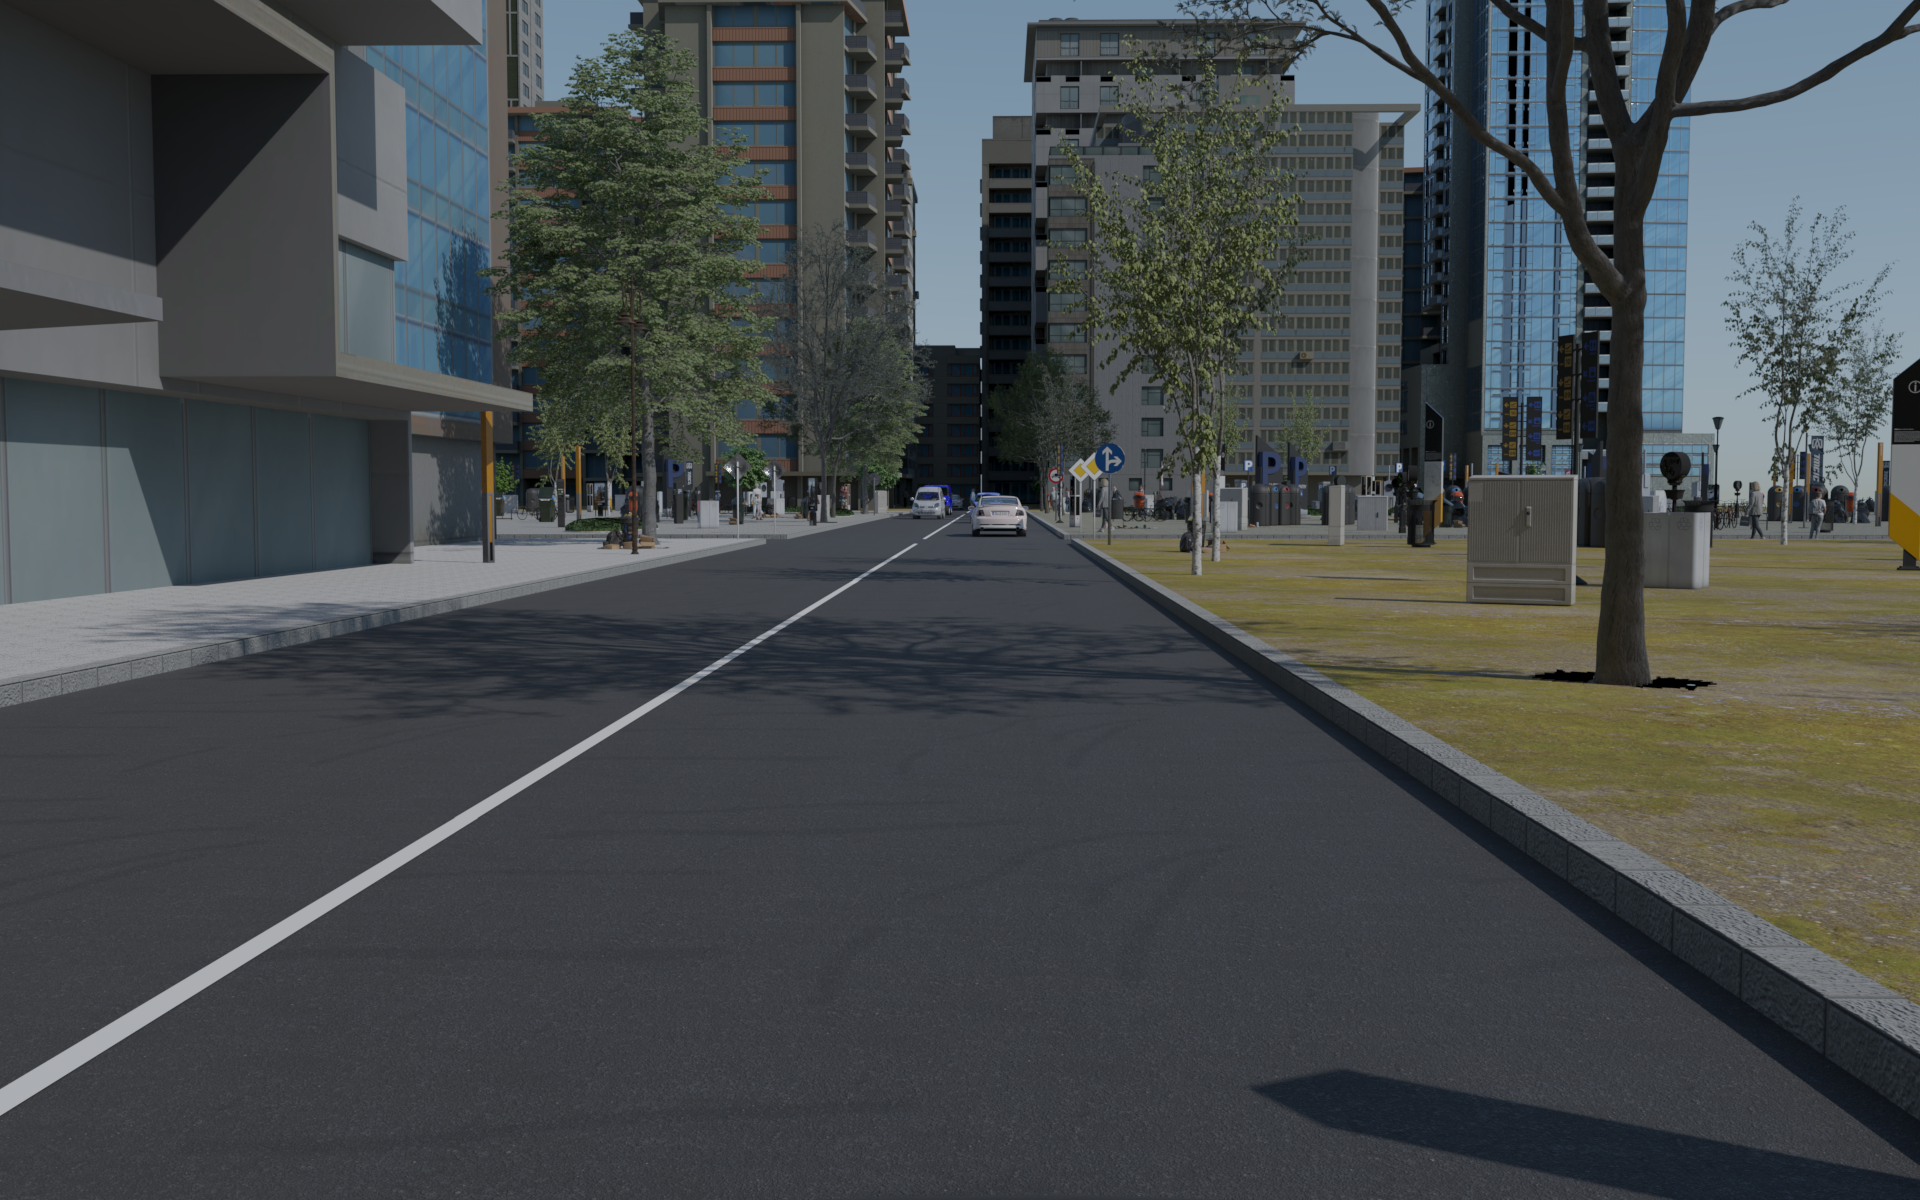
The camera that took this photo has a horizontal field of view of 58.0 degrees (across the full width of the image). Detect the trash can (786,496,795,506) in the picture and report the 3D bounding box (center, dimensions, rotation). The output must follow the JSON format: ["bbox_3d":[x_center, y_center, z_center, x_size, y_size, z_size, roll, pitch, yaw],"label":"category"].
[{"bbox_3d":[-12.551,-7.148,128.521,0.748,1.137,0.748,0,3,0],"label":"trash can"}]

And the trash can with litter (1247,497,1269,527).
[{"bbox_3d":[10.839,-3.442,67.326,1.678,1.210,2.233,-3,4,-37],"label":"trash can with litter"}]

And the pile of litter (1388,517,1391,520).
[{"bbox_3d":[21.369,-4.291,84.127,1.176,0.858,1.719,-1,4,-15],"label":"pile of litter"}]

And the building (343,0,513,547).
[{"bbox_3d":[-19.919,-23.915,41.127,14.200,45.320,14.600,0,4,1],"label":"building"}]

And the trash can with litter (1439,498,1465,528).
[{"bbox_3d":[18.715,-3.335,65.921,1.055,1.170,0.624,3,4,36],"label":"trash can with litter"}]

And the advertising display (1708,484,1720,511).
[{"bbox_3d":[50.271,-6.766,115.831,0.974,1.923,0.123,3,5,40],"label":"advertising display"}]

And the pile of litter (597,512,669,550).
[{"bbox_3d":[-7.639,-1.630,40.621,1.719,0.858,1.176,-1,4,-11],"label":"pile of litter"}]

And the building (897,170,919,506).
[{"bbox_3d":[-16.718,-30.478,190.198,23.993,40.220,32.217,0,4,1],"label":"building"}]

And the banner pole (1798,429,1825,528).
[{"bbox_3d":[32.008,-4.590,65.068,0.863,3.779,0.401,0,4,6],"label":"banner pole"}]

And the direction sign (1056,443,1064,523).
[{"bbox_3d":[4.429,-5.183,76.743,0.379,3.537,0.876,1,4,19],"label":"direction sign"}]

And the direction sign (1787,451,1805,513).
[{"bbox_3d":[44.545,-6.127,92.166,0.876,3.537,0.379,2,4,25],"label":"direction sign"}]

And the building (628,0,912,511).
[{"bbox_3d":[-15.510,-30.031,145.634,22.147,44.769,28.867,0,4,1],"label":"building"}]

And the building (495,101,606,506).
[{"bbox_3d":[-43.028,-33.101,195.827,28.867,44.769,22.147,0,4,1],"label":"building"}]

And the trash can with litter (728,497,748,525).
[{"bbox_3d":[-9.312,-3.740,72.544,0.624,1.170,1.055,1,4,10],"label":"trash can with litter"}]

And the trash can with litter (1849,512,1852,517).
[{"bbox_3d":[48.768,-5.133,95.306,1.055,1.170,0.624,-2,4,-34],"label":"trash can with litter"}]

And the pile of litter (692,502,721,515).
[{"bbox_3d":[-15.706,-5.599,105.511,1.719,0.858,1.176,3,5,44],"label":"pile of litter"}]

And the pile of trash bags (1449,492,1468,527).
[{"bbox_3d":[20.203,-3.610,68.770,1.912,1.369,3.447,0,4,-4],"label":"pile of trash bags"}]

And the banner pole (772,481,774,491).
[{"bbox_3d":[-14.270,-8.680,131.942,0.401,3.779,0.863,0,4,4],"label":"banner pole"}]

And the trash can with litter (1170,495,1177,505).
[{"bbox_3d":[16.176,-7.139,127.786,2.233,1.210,1.678,0,4,1],"label":"trash can with litter"}]

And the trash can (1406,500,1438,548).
[{"bbox_3d":[11.097,-1.835,41.649,0.748,1.137,0.748,0,3,0],"label":"trash can"}]

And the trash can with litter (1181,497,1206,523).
[{"bbox_3d":[10.202,-3.929,75.634,1.055,1.170,0.624,-2,4,-35],"label":"trash can with litter"}]

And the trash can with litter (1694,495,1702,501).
[{"bbox_3d":[44.404,-5.761,105.244,2.233,1.210,1.678,0,4,-7],"label":"trash can with litter"}]

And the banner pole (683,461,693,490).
[{"bbox_3d":[-18.240,-7.695,115.831,0.863,3.779,0.401,-2,4,-28],"label":"banner pole"}]

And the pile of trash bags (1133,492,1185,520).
[{"bbox_3d":[10.237,-4.717,86.879,3.447,1.369,1.912,2,4,32],"label":"pile of trash bags"}]

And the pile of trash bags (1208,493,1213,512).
[{"bbox_3d":[17.881,-6.900,122.562,1.912,1.369,3.447,1,4,15],"label":"pile of trash bags"}]

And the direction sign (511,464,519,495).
[{"bbox_3d":[-33.328,-8.428,129.792,0.876,3.537,0.379,2,4,33],"label":"direction sign"}]

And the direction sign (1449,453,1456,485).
[{"bbox_3d":[27.307,-6.364,96.053,0.379,3.537,0.876,3,4,39],"label":"direction sign"}]

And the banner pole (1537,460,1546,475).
[{"bbox_3d":[42.190,-8.305,125.801,0.863,3.779,0.401,-1,4,-9],"label":"banner pole"}]

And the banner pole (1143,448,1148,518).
[{"bbox_3d":[10.022,-6.351,93.847,0.401,3.779,0.863,0,4,2],"label":"banner pole"}]

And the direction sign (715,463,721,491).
[{"bbox_3d":[-17.840,-8.302,127.742,0.379,3.537,0.876,2,4,24],"label":"direction sign"}]

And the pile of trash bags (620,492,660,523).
[{"bbox_3d":[-14.368,-4.126,77.213,1.912,1.369,3.447,0,4,-4],"label":"pile of trash bags"}]

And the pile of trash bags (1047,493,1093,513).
[{"bbox_3d":[7.602,-6.748,120.079,3.447,1.369,1.912,1,4,22],"label":"pile of trash bags"}]

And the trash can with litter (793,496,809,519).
[{"bbox_3d":[-8.058,-4.764,89.277,0.624,1.170,1.055,3,5,44],"label":"trash can with litter"}]

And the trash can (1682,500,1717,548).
[{"bbox_3d":[16.861,-1.705,39.535,0.748,1.137,0.748,0,3,0],"label":"trash can"}]

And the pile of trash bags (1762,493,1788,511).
[{"bbox_3d":[61.326,-7.319,129.422,3.447,1.369,1.912,1,4,13],"label":"pile of trash bags"}]

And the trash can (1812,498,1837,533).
[{"bbox_3d":[28.727,-2.811,57.606,0.748,1.137,0.748,0,3,0],"label":"trash can"}]

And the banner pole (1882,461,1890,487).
[{"bbox_3d":[60.885,-7.559,113.609,0.401,3.779,0.863,-3,5,-45],"label":"banner pole"}]

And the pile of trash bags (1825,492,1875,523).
[{"bbox_3d":[39.683,-4.135,77.362,1.912,1.369,3.447,2,4,30],"label":"pile of trash bags"}]

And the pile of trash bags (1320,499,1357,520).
[{"bbox_3d":[18.497,-4.585,84.711,1.912,1.369,3.447,2,4,29],"label":"pile of trash bags"}]

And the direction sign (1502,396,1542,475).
[{"bbox_3d":[13.056,-2.954,40.299,0.876,3.537,0.379,1,4,11],"label":"direction sign"}]

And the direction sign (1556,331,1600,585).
[{"bbox_3d":[8.718,-1.989,24.513,0.379,3.537,0.876,-1,4,-18],"label":"direction sign"}]

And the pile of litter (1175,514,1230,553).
[{"bbox_3d":[5.486,-1.492,38.363,1.176,0.858,1.719,3,5,41],"label":"pile of litter"}]

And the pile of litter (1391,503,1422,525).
[{"bbox_3d":[19.016,-3.554,72.079,1.719,0.858,1.176,2,4,24],"label":"pile of litter"}]

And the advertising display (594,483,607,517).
[{"bbox_3d":[-20.488,-5.715,98.653,0.974,1.923,0.123,3,4,38],"label":"advertising display"}]

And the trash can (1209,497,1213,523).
[{"bbox_3d":[10.709,-3.703,72.196,0.748,1.137,0.748,0,3,0],"label":"trash can"}]

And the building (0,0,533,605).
[{"bbox_3d":[-21.466,-26.159,16.946,28.713,52.752,27.495,0,4,1],"label":"building"}]

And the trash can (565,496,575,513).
[{"bbox_3d":[-26.456,-6.468,117.403,0.748,1.137,0.748,0,3,0],"label":"trash can"}]

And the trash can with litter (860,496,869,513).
[{"bbox_3d":[-6.440,-6.434,116.582,0.624,1.170,1.055,0,4,-2],"label":"trash can with litter"}]

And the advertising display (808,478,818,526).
[{"bbox_3d":[-5.953,-3.968,70.084,0.123,1.923,0.974,-1,4,-21],"label":"advertising display"}]

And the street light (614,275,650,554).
[{"bbox_3d":[-6.923,-3.909,36.697,0.468,5.910,1.993,0,4,1],"label":"street light"}]

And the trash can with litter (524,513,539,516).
[{"bbox_3d":[-25.161,-5.681,103.948,2.233,1.210,1.678,-2,4,-29],"label":"trash can with litter"}]

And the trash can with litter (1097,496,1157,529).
[{"bbox_3d":[6.205,-3.257,64.310,2.233,1.210,1.678,0,4,6],"label":"trash can with litter"}]
